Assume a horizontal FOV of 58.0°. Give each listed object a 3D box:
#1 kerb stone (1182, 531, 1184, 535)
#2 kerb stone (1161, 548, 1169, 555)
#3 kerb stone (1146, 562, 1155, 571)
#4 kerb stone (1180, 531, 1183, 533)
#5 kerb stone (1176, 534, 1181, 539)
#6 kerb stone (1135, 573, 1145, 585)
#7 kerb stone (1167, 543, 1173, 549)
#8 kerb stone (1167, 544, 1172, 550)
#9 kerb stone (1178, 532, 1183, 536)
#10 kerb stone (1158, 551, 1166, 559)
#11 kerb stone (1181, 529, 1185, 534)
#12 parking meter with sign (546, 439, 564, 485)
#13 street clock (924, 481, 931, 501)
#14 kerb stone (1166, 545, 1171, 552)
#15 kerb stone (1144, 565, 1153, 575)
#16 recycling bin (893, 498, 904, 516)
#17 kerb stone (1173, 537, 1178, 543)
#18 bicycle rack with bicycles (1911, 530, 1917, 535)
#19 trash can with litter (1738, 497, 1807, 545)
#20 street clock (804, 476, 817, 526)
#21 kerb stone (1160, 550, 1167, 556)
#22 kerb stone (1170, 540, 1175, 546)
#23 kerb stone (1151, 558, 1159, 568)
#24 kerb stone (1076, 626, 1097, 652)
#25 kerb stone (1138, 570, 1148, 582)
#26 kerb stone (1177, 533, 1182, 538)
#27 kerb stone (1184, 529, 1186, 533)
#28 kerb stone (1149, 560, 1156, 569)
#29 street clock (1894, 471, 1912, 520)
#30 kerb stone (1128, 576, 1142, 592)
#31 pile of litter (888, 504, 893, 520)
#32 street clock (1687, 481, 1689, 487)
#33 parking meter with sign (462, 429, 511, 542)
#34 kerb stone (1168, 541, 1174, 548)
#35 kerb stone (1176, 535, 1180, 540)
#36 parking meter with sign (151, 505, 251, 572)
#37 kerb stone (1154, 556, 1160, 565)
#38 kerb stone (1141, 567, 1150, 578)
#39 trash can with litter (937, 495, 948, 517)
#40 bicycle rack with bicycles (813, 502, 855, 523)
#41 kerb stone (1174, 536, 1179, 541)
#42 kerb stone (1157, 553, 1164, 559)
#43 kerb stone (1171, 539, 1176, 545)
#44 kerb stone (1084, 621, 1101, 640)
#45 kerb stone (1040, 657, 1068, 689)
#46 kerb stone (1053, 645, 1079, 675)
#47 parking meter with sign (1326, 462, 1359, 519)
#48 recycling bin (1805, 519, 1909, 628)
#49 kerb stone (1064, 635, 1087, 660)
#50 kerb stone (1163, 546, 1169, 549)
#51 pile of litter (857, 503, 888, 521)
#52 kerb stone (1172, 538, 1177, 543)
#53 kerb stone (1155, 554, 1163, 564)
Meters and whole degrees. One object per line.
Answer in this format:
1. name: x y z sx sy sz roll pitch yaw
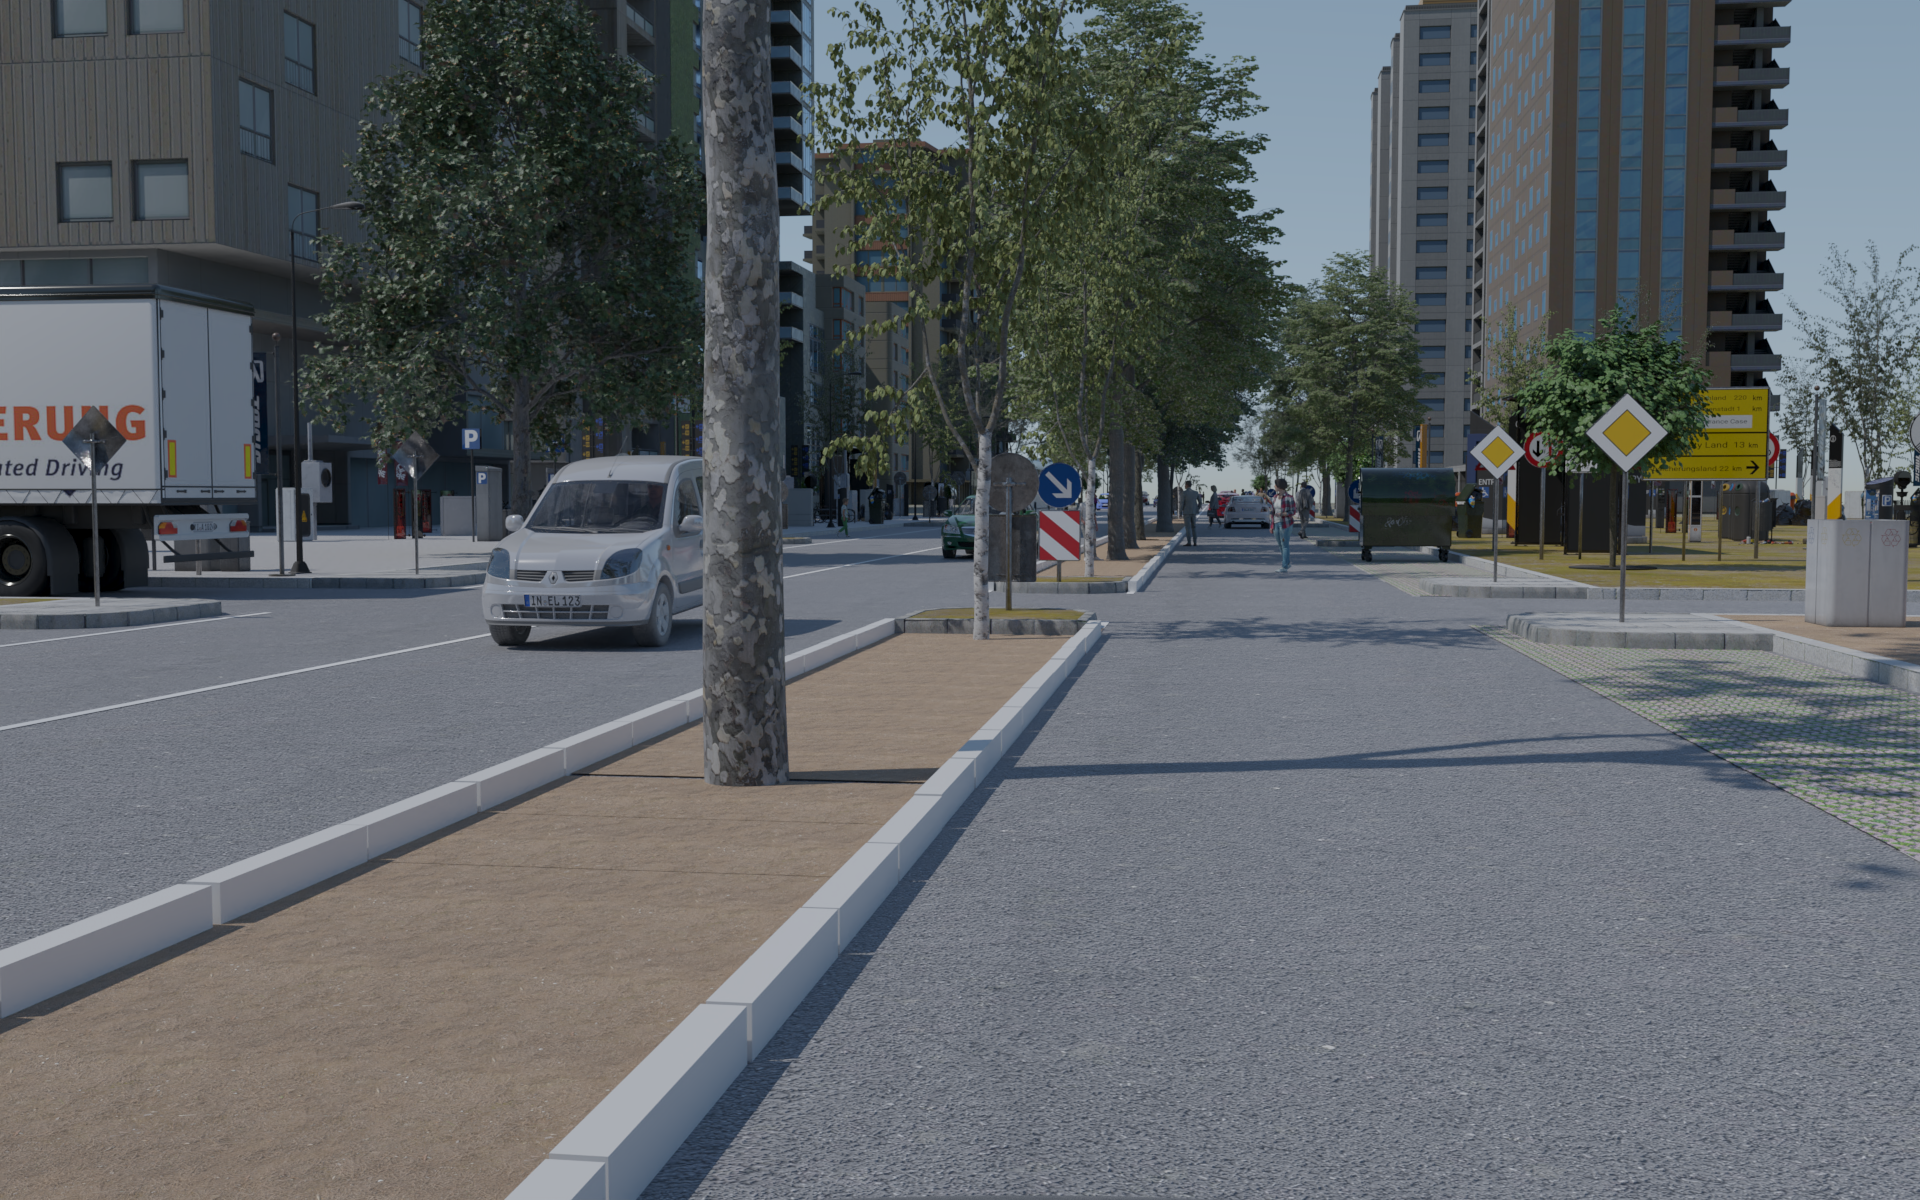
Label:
1. kerb stone: 7.102 -2.072 56.148 0.120 0.150 1.000 1 4 8
2. kerb stone: 4.557 -1.021 38.937 0.120 0.150 1.000 1 4 8
3. kerb stone: 3.339 -0.528 30.823 0.120 0.150 1.000 1 4 8
4. kerb stone: 6.954 -2.015 55.135 0.120 0.150 1.000 1 4 8
5. kerb stone: 6.503 -1.829 52.102 0.120 0.150 1.000 1 4 8
6. kerb stone: 2.735 -0.280 26.770 0.120 0.150 1.000 1 4 8
7. kerb stone: 5.157 -1.269 42.997 0.120 0.150 1.000 1 4 8
8. kerb stone: 4.996 -1.205 41.983 0.120 0.150 1.000 1 4 8
9. kerb stone: 6.812 -1.953 54.123 0.120 0.150 1.000 1 4 8
10. kerb stone: 4.253 -0.892 36.911 0.120 0.150 1.000 1 4 8
11. kerb stone: 7.404 -2.199 58.172 0.120 0.150 1.000 1 4 8
12. parking meter with sign: -11.815 -3.318 50.505 0.543 3.016 1.738 -1 4 -14
13. street clock: -1.820 -5.782 99.104 0.471 2.002 0.358 -1 4 -13
14. kerb stone: 4.847 -1.145 40.972 0.120 0.150 1.000 1 4 8
15. kerb stone: 3.193 -0.465 29.804 0.120 0.150 1.000 1 4 8
16. recycling bin: -3.495 -5.417 101.122 0.722 1.027 0.722 -1 4 -11
17. kerb stone: 5.901 -1.581 48.055 0.120 0.150 1.000 1 4 8
18. bicycle rack with bicycles: 30.990 -2.435 53.193 2.852 0.926 2.925 0 4 -7
19. trash can with litter: 20.977 -2.036 44.353 2.233 1.210 1.678 1 4 10
20. street clock: -5.962 -3.954 69.211 0.471 2.002 0.358 2 4 28
21. kerb stone: 4.396 -0.957 37.927 0.120 0.150 1.000 1 4 8
22. kerb stone: 5.452 -1.396 45.019 0.120 0.150 1.000 1 4 8
23. kerb stone: 3.646 -0.646 32.864 0.120 0.150 1.000 1 4 8
24. kerb stone: 1.147 0.379 16.052 0.120 0.150 1.000 1 4 8
25. kerb stone: 2.896 -0.339 27.779 0.120 0.150 1.000 1 4 8
26. kerb stone: 6.656 -1.889 53.113 0.120 0.150 1.000 1 4 8
27. kerb stone: 7.554 -2.259 59.184 0.120 0.150 1.000 1 4 8
28. kerb stone: 3.485 -0.588 31.842 0.120 0.150 1.000 1 4 8
29. street clock: 29.335 -3.020 53.947 0.471 2.002 0.358 0 4 -7
30. kerb stone: 2.586 -0.218 25.759 0.120 0.150 1.000 1 4 8
31. pile of litter: -3.935 -4.379 85.567 1.176 0.858 1.719 2 4 32
32. street clock: 28.715 -3.878 67.970 0.471 2.002 0.358 -2 4 -27
33. parking meter with sign: -12.748 -3.102 46.984 0.543 3.016 1.738 1 4 18
34. kerb stone: 5.310 -1.334 44.007 0.120 0.150 1.000 1 4 8
35. kerb stone: 6.356 -1.767 51.091 0.120 0.150 1.000 1 4 8
36. parking meter with sign: -12.690 -1.990 28.792 1.738 3.016 0.543 1 4 10
37. kerb stone: 3.792 -0.714 33.875 0.120 0.150 1.000 1 4 8
38. kerb stone: 3.038 -0.403 28.794 0.120 0.150 1.000 1 4 8
39. trash can with litter: -1.377 -5.193 95.970 2.233 1.210 1.678 -1 4 -15
40. bicycle rack with bicycles: -5.880 -3.870 76.661 2.925 0.926 2.852 -1 4 -14
41. kerb stone: 6.056 -1.644 49.069 0.120 0.150 1.000 1 4 8
42. kerb stone: 4.103 -0.838 35.900 0.120 0.150 1.000 1 4 8
43. kerb stone: 5.606 -1.458 46.031 0.120 0.150 1.000 1 4 8
44. kerb stone: 1.298 0.314 17.069 0.120 0.150 1.000 1 4 8
45. kerb stone: 0.689 0.569 12.991 0.120 0.150 1.000 1 4 8
46. kerb stone: 0.843 0.501 14.012 0.120 0.150 1.000 1 4 8
47. parking meter with sign: 20.113 -5.791 90.940 1.738 3.016 0.543 0 4 7
48. recycling bin: 8.778 -0.270 16.971 0.722 1.027 0.722 1 4 8
49. kerb stone: 0.986 0.439 15.034 0.120 0.150 1.000 1 4 8
50. kerb stone: 4.695 -1.087 39.961 0.120 0.150 1.000 1 4 8
51. pile of litter: -4.394 -4.139 81.638 1.719 0.858 1.176 0 4 -2
52. kerb stone: 5.756 -1.520 47.041 0.120 0.150 1.000 1 4 8
53. kerb stone: 3.954 -0.775 34.889 0.120 0.150 1.000 1 4 8
